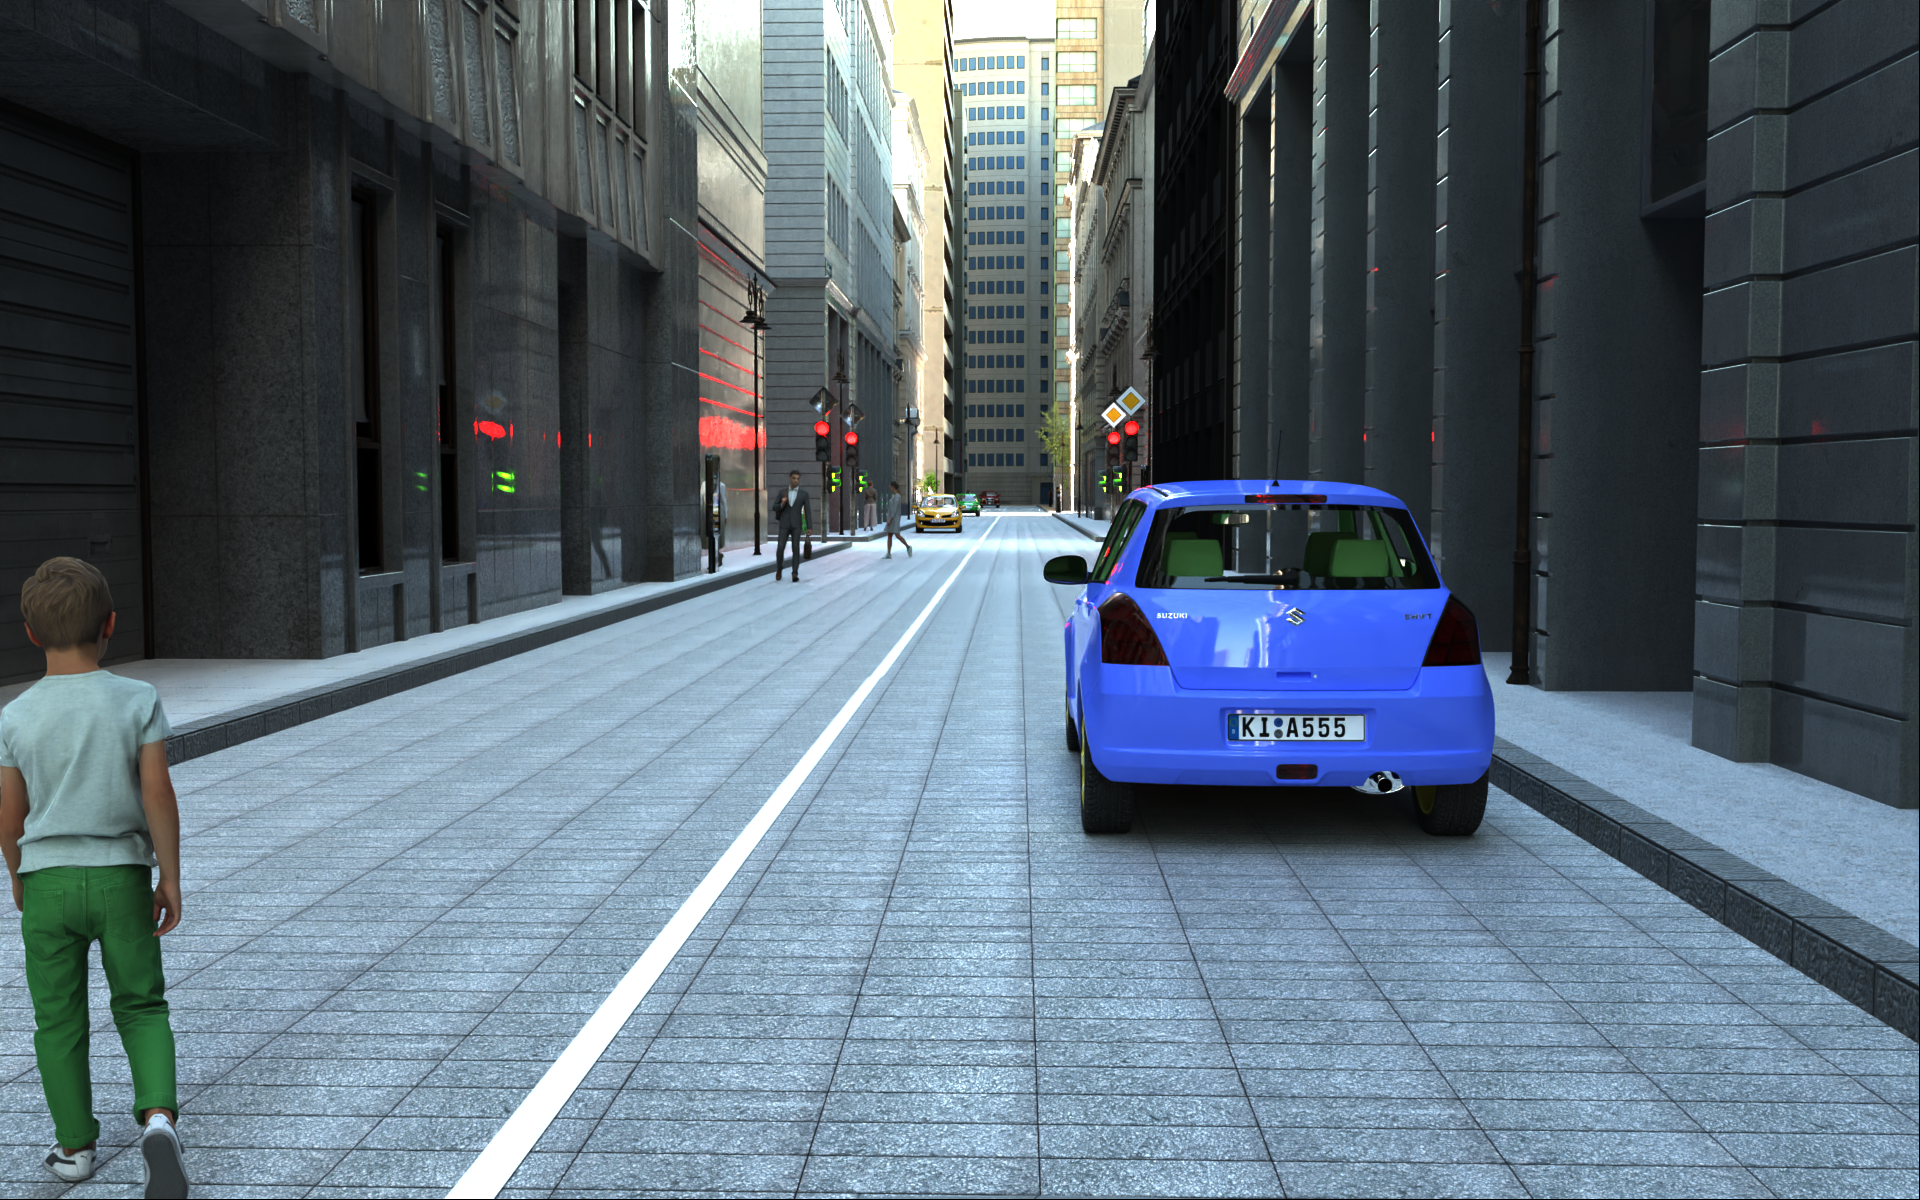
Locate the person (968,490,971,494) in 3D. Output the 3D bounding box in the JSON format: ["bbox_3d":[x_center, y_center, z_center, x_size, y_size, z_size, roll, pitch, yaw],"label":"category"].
[{"bbox_3d":[1.017,-11.467,194.459,0.436,1.711,0.756,0,4,6],"label":"person"}]

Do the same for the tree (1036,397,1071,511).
[{"bbox_3d":[7.923,-11.095,131.761,4.737,8.622,4.395,0,3,0],"label":"tree"}]

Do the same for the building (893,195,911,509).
[{"bbox_3d":[-8.454,-13.943,92.595,10.561,19.102,19.286,0,4,2],"label":"building"}]

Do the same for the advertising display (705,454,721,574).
[{"bbox_3d":[-4.031,-1.411,28.286,0.123,1.923,0.974,0,4,-1],"label":"advertising display"}]

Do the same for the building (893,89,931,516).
[{"bbox_3d":[-9.016,-19.944,111.995,13.634,28.700,20.117,0,4,2],"label":"building"}]

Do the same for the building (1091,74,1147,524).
[{"bbox_3d":[11.265,-12.786,73.686,10.561,19.102,19.286,0,4,2],"label":"building"}]

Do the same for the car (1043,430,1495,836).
[{"bbox_3d":[1.388,0.061,8.589,1.945,1.707,3.694,0,4,2],"label":"car"}]

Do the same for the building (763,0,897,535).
[{"bbox_3d":[-9.050,-17.754,67.777,11.434,29.767,29.804,0,4,2],"label":"building"}]

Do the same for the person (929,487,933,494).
[{"bbox_3d":[-2.060,-7.148,123.008,0.391,1.810,0.635,0,4,-7],"label":"person"}]

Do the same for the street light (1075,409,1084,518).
[{"bbox_3d":[6.519,-7.445,94.513,0.468,5.910,1.993,0,4,2],"label":"street light"}]

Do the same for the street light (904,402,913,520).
[{"bbox_3d":[-2.585,-6.994,87.136,0.468,5.910,1.993,0,4,2],"label":"street light"}]

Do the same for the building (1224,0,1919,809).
[{"bbox_3d":[9.435,-14.414,13.157,11.434,29.767,29.804,0,4,2],"label":"building"}]

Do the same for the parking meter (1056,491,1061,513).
[{"bbox_3d":[6.764,-6.759,118.922,0.372,1.533,0.369,0,3,0],"label":"parking meter"}]

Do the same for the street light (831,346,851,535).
[{"bbox_3d":[-3.720,-4.981,54.220,0.468,5.910,1.993,0,4,2],"label":"street light"}]

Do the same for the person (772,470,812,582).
[{"bbox_3d":[-2.759,-1.223,28.459,0.622,1.834,0.822,-1,4,-14],"label":"person"}]

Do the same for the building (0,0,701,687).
[{"bbox_3d":[-10.428,-12.168,16.968,12.078,24.808,19.932,0,4,2],"label":"building"}]

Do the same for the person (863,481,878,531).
[{"bbox_3d":[-3.138,-3.317,60.829,0.519,1.759,0.362,0,4,1],"label":"person"}]

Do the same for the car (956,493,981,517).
[{"bbox_3d":[0.406,-6.315,112.047,1.959,1.807,4.718,0,4,2],"label":"car"}]

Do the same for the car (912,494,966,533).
[{"bbox_3d":[-0.775,-3.347,64.940,2.015,1.641,3.980,0,4,1],"label":"car"}]

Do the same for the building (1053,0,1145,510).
[{"bbox_3d":[14.638,-27.955,140.656,14.154,41.232,14.086,0,4,2],"label":"building"}]

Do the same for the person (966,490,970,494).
[{"bbox_3d":[0.799,-10.930,185.672,0.541,1.710,0.530,0,4,2],"label":"person"}]

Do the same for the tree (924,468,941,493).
[{"bbox_3d":[-2.232,-8.151,127.872,1.663,3.219,1.824,0,3,0],"label":"tree"}]

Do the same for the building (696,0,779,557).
[{"bbox_3d":[-19.443,-12.481,37.349,30.059,22.955,16.112,0,4,2],"label":"building"}]

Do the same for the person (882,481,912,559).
[{"bbox_3d":[-1.422,-1.791,38.532,0.760,1.731,0.466,-3,5,-40],"label":"person"}]

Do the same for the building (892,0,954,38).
[{"bbox_3d":[-11.532,-31.549,139.533,21.300,48.544,21.600,0,4,2],"label":"building"}]

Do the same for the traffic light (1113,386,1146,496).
[{"bbox_3d":[4.412,-3.431,45.021,0.839,4.253,0.868,0,4,2],"label":"traffic light"}]

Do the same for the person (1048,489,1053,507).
[{"bbox_3d":[8.992,-10.116,171.402,0.705,1.831,1.348,2,4,24],"label":"person"}]

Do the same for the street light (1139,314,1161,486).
[{"bbox_3d":[4.884,-4.395,44.642,0.468,5.910,1.993,0,4,2],"label":"street light"}]

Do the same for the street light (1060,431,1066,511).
[{"bbox_3d":[7.565,-9.477,127.743,0.468,5.910,1.993,0,4,2],"label":"street light"}]

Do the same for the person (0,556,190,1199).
[{"bbox_3d":[-1.755,0.565,3.515,0.306,1.304,0.590,-3,5,-42],"label":"person"}]

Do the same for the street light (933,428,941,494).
[{"bbox_3d":[-1.616,-9.019,120.249,0.468,5.910,1.993,0,4,2],"label":"street light"}]

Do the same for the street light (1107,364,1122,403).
[{"bbox_3d":[5.475,-5.422,61.436,0.468,5.910,1.993,0,4,2],"label":"street light"}]

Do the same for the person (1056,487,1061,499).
[{"bbox_3d":[7.425,-7.642,130.985,0.705,1.824,1.348,0,4,-6],"label":"person"}]

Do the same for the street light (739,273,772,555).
[{"bbox_3d":[-4.275,-3.888,36.355,0.468,5.910,1.993,0,4,2],"label":"street light"}]

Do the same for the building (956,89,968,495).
[{"bbox_3d":[-10.084,-34.834,193.244,21.600,48.544,21.300,0,4,2],"label":"building"}]

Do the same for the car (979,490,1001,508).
[{"bbox_3d":[3.072,-10.496,180.288,2.281,1.827,5.304,0,4,0],"label":"car"}]

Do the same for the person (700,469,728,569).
[{"bbox_3d":[-4.225,-1.438,29.785,0.478,1.798,0.641,2,4,25],"label":"person"}]

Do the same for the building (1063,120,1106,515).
[{"bbox_3d":[13.306,-19.398,114.425,12.463,27.353,25.104,0,4,2],"label":"building"}]

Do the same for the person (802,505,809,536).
[{"bbox_3d":[-4.784,-2.609,52.943,0.306,1.304,0.590,3,4,39],"label":"person"}]

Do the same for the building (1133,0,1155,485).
[{"bbox_3d":[15.651,-13.946,56.902,19.941,23.489,11.050,0,4,2],"label":"building"}]

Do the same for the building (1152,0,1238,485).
[{"bbox_3d":[10.853,-12.625,36.094,12.332,23.373,15.834,0,4,2],"label":"building"}]

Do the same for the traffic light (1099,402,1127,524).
[{"bbox_3d":[4.674,-3.919,53.002,0.839,4.253,0.868,0,4,2],"label":"traffic light"}]

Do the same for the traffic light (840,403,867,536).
[{"bbox_3d":[-3.283,-3.934,53.246,0.839,4.253,0.868,0,4,2],"label":"traffic light"}]

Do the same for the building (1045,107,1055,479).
[{"bbox_3d":[21.271,-34.710,187.124,23.786,49.044,30.456,0,4,2],"label":"building"}]

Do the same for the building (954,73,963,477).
[{"bbox_3d":[-11.883,-33.398,165.670,23.786,49.044,30.456,0,4,2],"label":"building"}]

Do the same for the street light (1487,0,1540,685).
[{"bbox_3d":[3.790,-2.371,11.549,0.468,5.910,1.993,0,4,2],"label":"street light"}]

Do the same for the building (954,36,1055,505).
[{"bbox_3d":[6.665,-41.574,221.731,28.212,58.520,21.231,0,4,2],"label":"building"}]

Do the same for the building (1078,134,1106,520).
[{"bbox_3d":[11.553,-14.916,93.019,9.793,20.994,18.267,0,4,2],"label":"building"}]

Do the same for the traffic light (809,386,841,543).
[{"bbox_3d":[-3.545,-3.446,45.266,0.839,4.253,0.868,0,4,2],"label":"traffic light"}]

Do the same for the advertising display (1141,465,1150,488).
[{"bbox_3d":[4.188,-2.079,39.211,0.123,1.923,0.974,1,4,10],"label":"advertising display"}]
